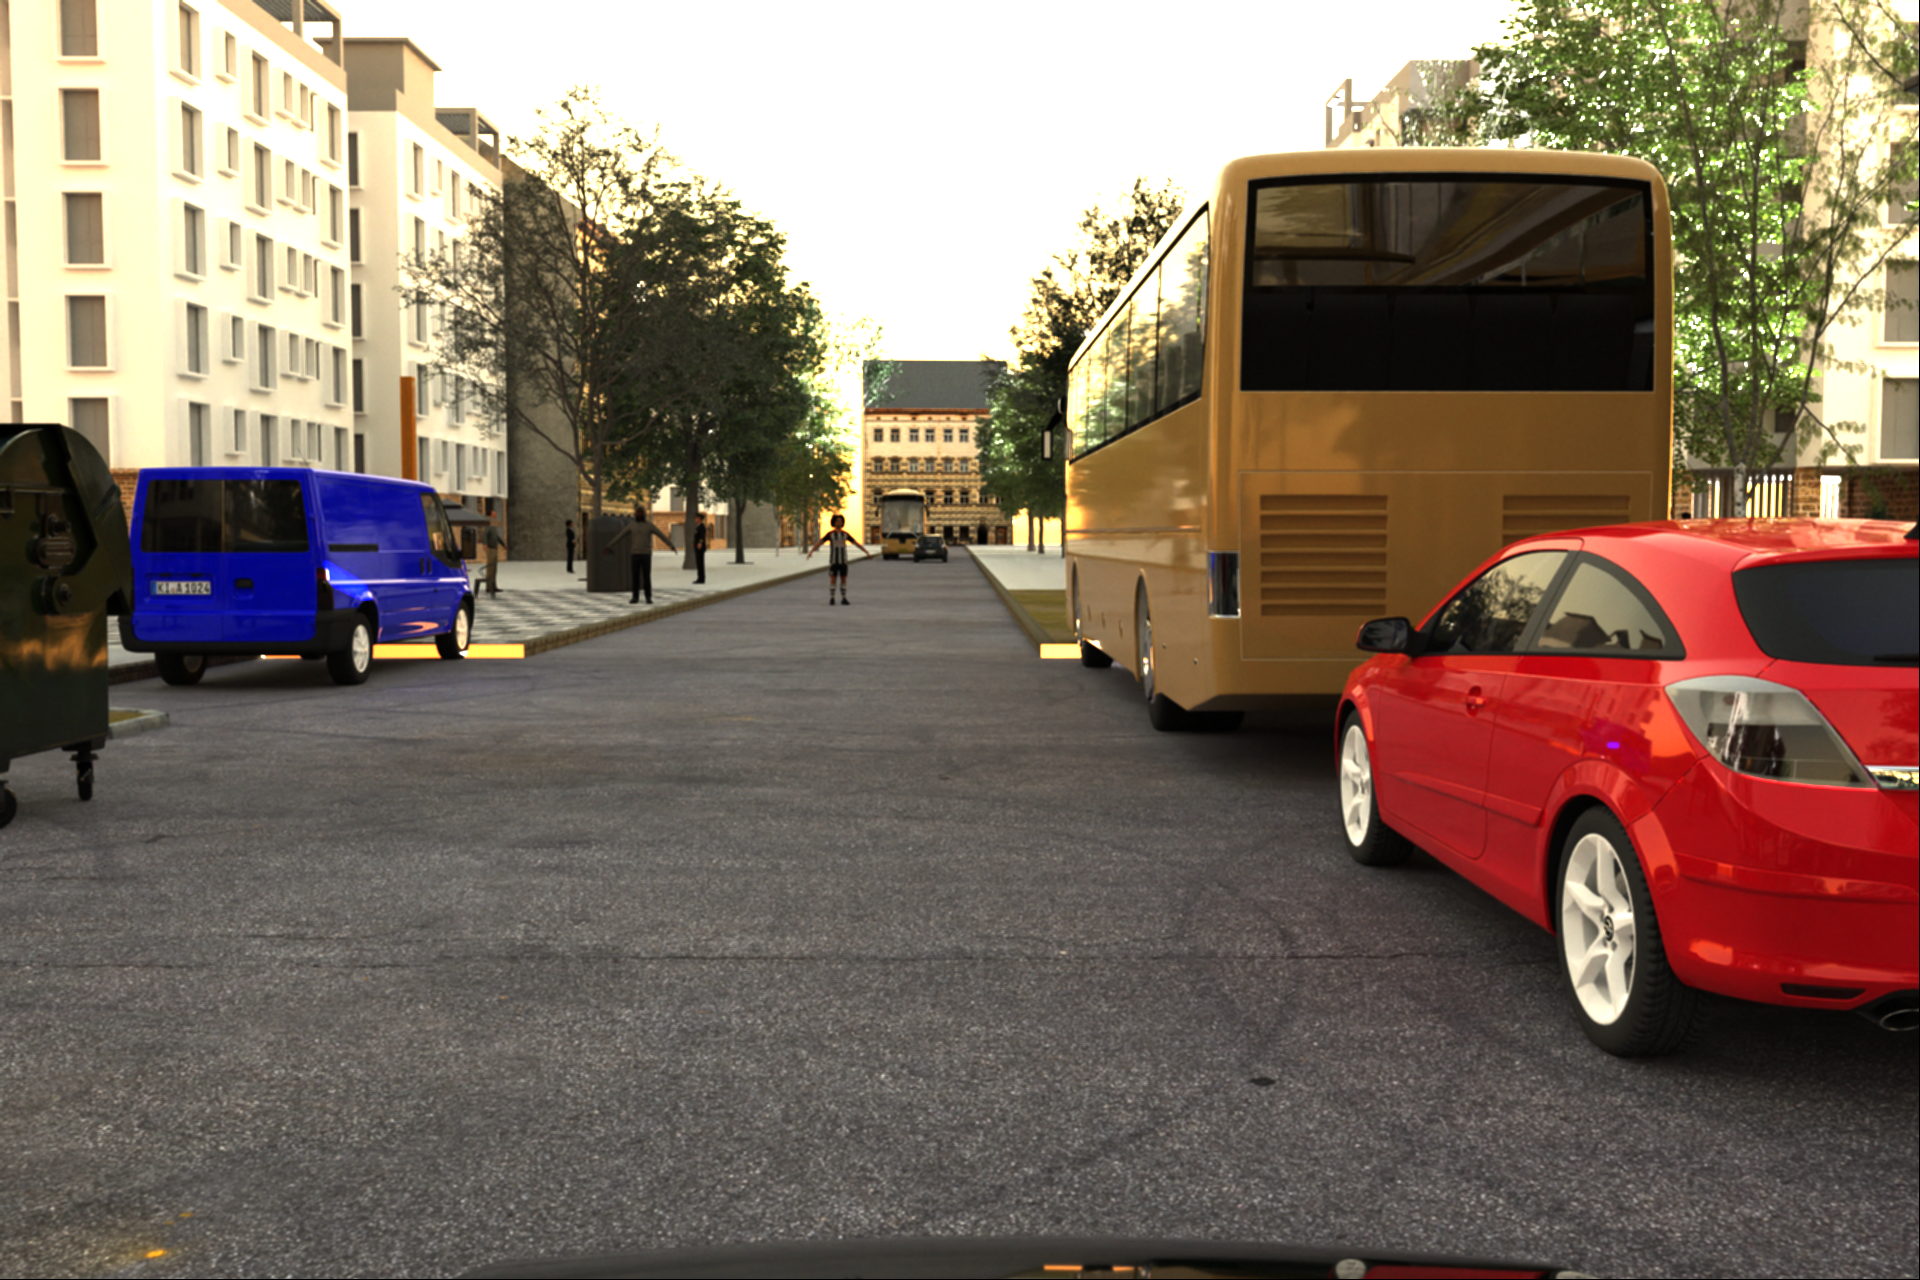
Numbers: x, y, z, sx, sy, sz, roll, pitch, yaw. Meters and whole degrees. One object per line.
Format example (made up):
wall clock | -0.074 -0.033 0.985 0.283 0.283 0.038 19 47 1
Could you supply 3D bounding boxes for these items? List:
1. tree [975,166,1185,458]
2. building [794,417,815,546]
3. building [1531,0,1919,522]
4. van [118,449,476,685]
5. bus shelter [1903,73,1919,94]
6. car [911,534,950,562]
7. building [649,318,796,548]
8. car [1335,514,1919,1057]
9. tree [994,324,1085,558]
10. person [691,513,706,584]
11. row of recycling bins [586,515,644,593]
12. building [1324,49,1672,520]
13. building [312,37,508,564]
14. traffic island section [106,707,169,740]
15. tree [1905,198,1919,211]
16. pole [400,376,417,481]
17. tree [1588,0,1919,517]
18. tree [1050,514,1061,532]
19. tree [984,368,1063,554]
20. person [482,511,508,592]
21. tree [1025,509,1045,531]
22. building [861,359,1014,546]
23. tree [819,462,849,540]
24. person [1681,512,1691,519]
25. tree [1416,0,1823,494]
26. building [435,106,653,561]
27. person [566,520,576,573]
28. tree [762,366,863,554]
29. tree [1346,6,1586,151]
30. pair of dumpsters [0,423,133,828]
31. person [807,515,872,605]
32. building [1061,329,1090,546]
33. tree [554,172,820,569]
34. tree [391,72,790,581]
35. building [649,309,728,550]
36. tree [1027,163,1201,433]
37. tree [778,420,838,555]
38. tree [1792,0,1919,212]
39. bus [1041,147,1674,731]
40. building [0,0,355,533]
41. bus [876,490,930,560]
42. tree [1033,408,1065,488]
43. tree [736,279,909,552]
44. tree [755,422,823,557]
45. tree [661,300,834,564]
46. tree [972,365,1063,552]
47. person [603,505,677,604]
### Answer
tree | 5.633 -9.077 58.776 12.009 13.543 11.850 0 3 0
building | -25.966 -21.976 190.229 19.493 23.208 18.063 0 4 0
building | 23.710 -12.142 54.949 16.016 20.090 11.380 0 4 0
van | -6.623 -0.840 18.111 2.240 2.365 5.245 0 3 0
bus shelter | 5.769 -0.902 6.034 1.731 3.624 6.357 0 4 0
car | -1.497 -4.830 88.761 2.009 1.686 4.222 0 3 0
building | -25.729 -20.413 164.682 19.493 23.208 18.063 0 4 -1
car | 2.619 0.171 6.244 2.155 1.783 4.494 0 4 -1
tree | 5.691 -10.677 92.693 7.486 12.596 7.792 0 3 0
person | -6.768 -2.383 44.905 0.705 1.837 1.347 -1 4 -16
row of recycling bins | -7.730 -1.979 39.473 1.069 1.692 3.534 0 4 1
building | 20.630 -13.270 73.390 16.016 20.090 11.380 0 3 0
building | -26.024 -12.902 67.373 16.016 20.090 11.380 0 4 0
traffic island section | -6.916 0.635 12.491 1.991 0.108 1.994 0 4 -1
tree | 16.421 -6.363 22.162 7.486 12.596 7.792 0 3 0
pole | -7.159 -1.755 22.545 0.158 3.312 0.155 0 3 0
tree | 8.653 -4.208 19.168 4.360 8.622 3.978 0 3 0
tree | 12.577 -16.370 218.013 4.737 8.622 4.395 0 3 0
tree | 5.059 -11.928 113.153 7.486 12.596 7.792 0 3 0
person | -10.308 -1.954 38.219 0.705 1.796 1.348 0 4 5
tree | 10.179 -16.037 212.563 4.360 8.622 3.978 0 3 0
building | -3.188 -23.457 216.912 18.063 23.208 19.493 0 4 -4
tree | -17.319 -17.297 217.212 7.601 10.594 8.767 0 4 -8
person | 17.531 -2.186 41.922 1.347 1.806 0.705 -1 4 -19
tree | 11.960 -6.983 32.301 7.486 12.596 7.792 0 3 0
building | -27.216 -15.892 90.761 19.493 23.208 18.063 0 4 1
person | -12.743 -3.074 56.976 0.721 1.740 1.216 -1 4 -18
tree | -10.066 -11.972 113.871 7.486 12.596 7.792 0 3 0
tree | 7.315 -4.571 25.100 4.360 8.622 3.978 0 3 0
pair of dumpsters | -6.720 -0.232 8.750 4.436 2.255 1.574 0 4 0
person | -2.457 -1.619 35.069 1.345 1.843 0.704 -1 4 -17
building | 24.724 -21.035 187.902 27.936 21.610 32.646 0 4 -1
tree | -9.673 -9.547 62.752 9.857 13.997 8.962 0 3 0
tree | -10.026 -8.369 47.202 12.009 13.543 11.850 0 3 0
building | -25.505 -17.392 140.785 16.016 20.090 11.380 0 4 -1
tree | 5.322 -6.744 44.681 8.767 10.594 7.601 2 4 33
tree | -9.904 -9.526 106.111 4.360 8.622 3.978 0 3 0
tree | 8.557 -3.756 11.781 4.360 8.622 3.978 0 3 0
bus | 2.540 -1.462 15.450 2.896 3.916 12.252 0 4 -1
building | -26.990 -11.828 49.804 16.016 20.090 11.380 0 4 0
bus | -3.095 -6.614 99.693 2.896 3.916 12.252 0 4 0
tree | 5.207 -8.269 85.555 4.360 8.622 3.978 0 3 0
tree | -10.124 -16.608 127.433 12.611 20.169 13.585 0 3 0
tree | -10.075 -8.965 96.935 4.737 8.622 4.395 0 3 0
tree | -9.460 -9.122 74.900 9.928 11.665 9.643 0 3 0
tree | 5.282 -13.455 126.636 9.857 13.997 8.962 0 3 0
person | -5.879 -1.577 31.917 1.348 1.813 0.705 0 4 -2
